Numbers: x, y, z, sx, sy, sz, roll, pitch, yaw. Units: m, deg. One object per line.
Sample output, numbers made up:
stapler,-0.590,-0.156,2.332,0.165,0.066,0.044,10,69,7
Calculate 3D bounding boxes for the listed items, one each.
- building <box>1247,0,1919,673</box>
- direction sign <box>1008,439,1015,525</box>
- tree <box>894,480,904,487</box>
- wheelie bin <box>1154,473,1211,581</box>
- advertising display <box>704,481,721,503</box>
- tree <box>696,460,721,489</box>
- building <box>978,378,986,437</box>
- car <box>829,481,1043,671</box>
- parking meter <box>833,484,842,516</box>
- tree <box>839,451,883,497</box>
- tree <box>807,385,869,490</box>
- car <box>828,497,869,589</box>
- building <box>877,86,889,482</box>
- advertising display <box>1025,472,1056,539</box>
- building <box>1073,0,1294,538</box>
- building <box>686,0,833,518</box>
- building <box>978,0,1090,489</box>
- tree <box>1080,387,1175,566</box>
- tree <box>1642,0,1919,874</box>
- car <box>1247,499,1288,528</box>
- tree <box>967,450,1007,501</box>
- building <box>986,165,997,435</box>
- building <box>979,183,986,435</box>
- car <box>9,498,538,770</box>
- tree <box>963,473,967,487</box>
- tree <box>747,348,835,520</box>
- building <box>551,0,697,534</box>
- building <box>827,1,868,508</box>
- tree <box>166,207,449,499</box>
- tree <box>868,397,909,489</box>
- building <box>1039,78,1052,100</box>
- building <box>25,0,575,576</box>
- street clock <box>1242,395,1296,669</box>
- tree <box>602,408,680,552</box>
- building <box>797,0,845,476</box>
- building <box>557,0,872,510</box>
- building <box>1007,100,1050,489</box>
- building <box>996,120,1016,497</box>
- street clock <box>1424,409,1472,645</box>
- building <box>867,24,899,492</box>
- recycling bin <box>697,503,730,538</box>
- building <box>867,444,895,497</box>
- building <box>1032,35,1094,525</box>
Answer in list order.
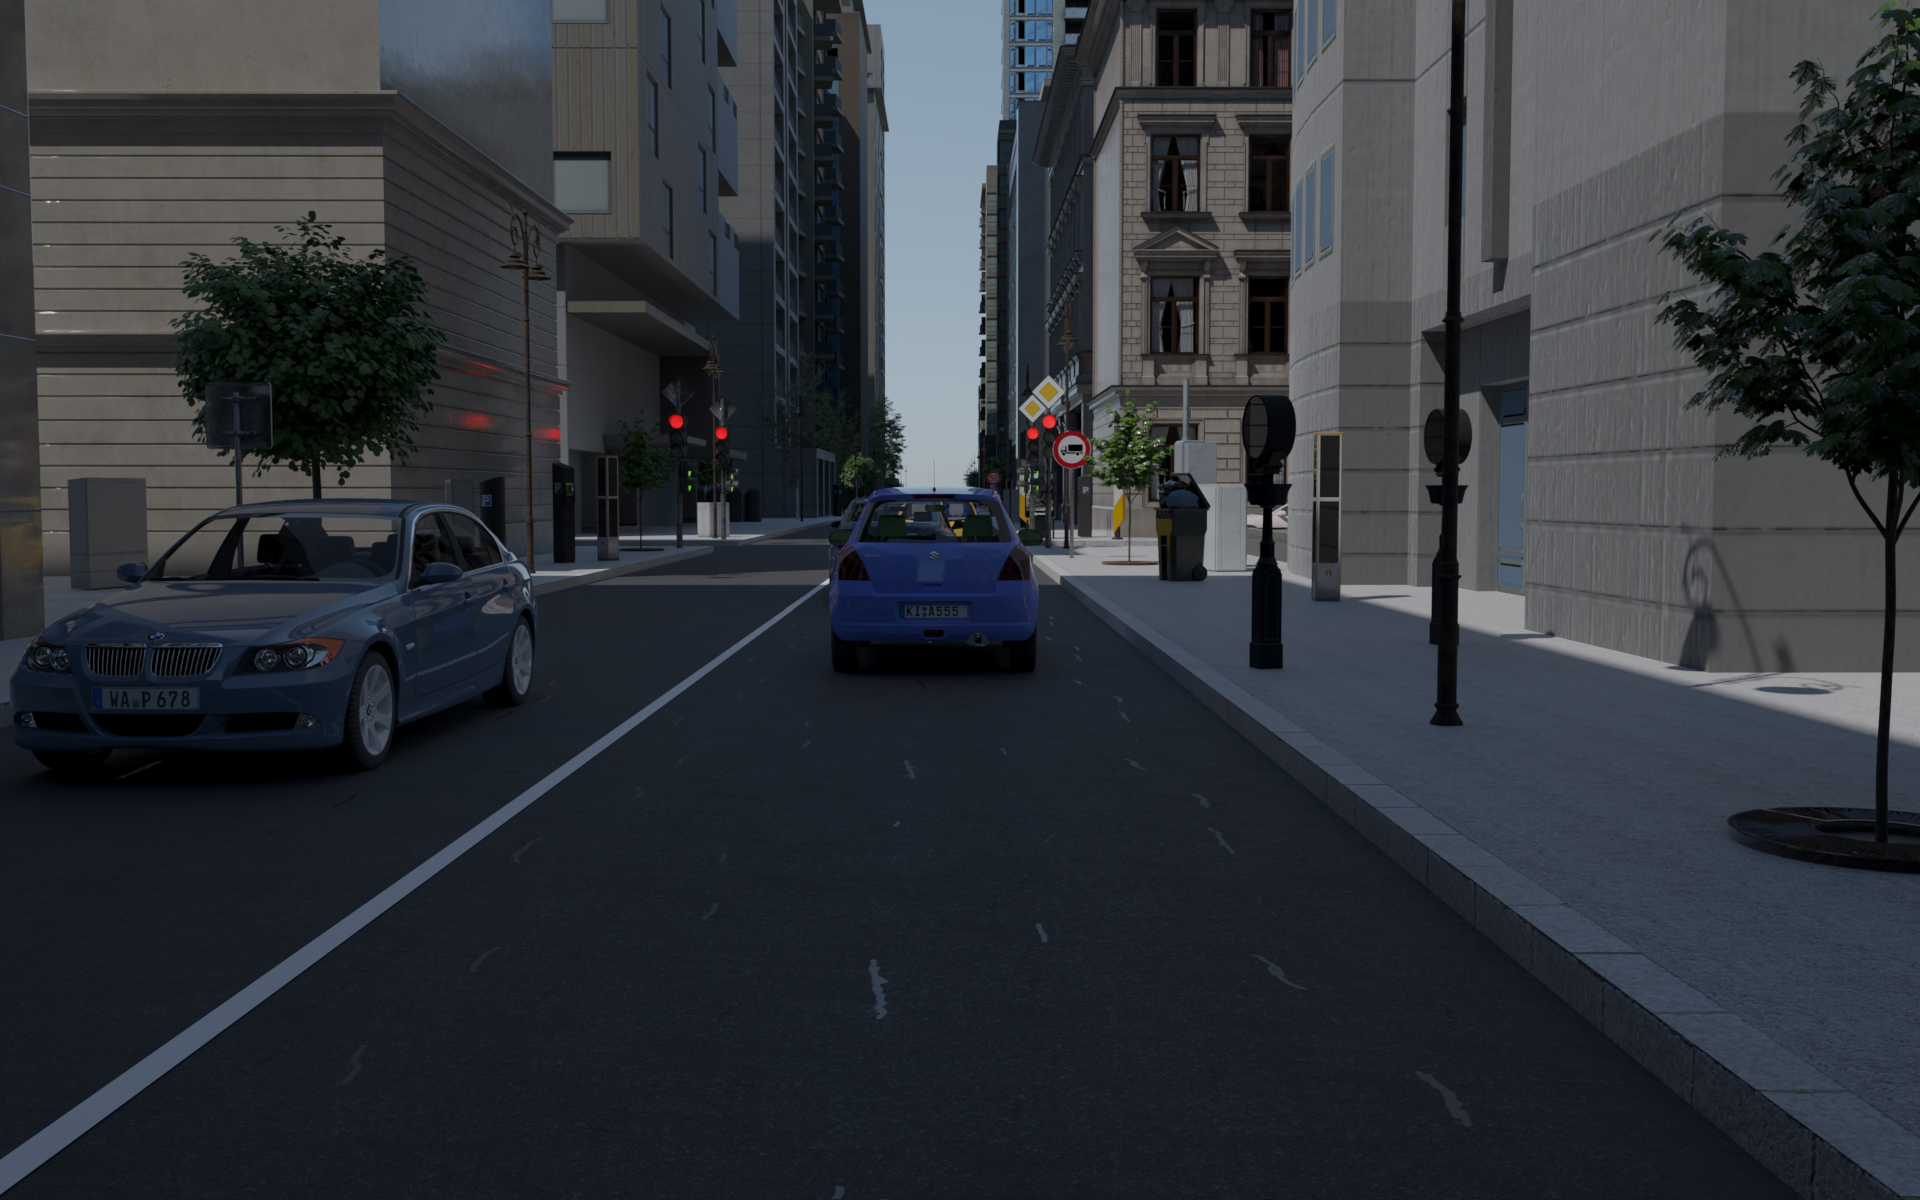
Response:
building,15.782,-29.522,24.676,21.231,58.520,28.212,0,4,0
direction sign,2.084,-4.883,71.838,0.379,3.537,0.876,0,4,-7
tree,-8.256,-15.457,247.318,1.663,3.219,1.824,0,3,0
wheelie bin,3.273,-1.083,25.614,0.693,1.594,0.980,-1,4,-19
advertising display,-12.594,-5.089,88.419,0.974,1.923,0.123,0,4,7
tree,-12.721,-6.204,85.152,4.285,4.588,4.351,0,3,0
building,16.840,-25.953,269.374,27.650,21.520,28.899,0,4,0
car,-0.217,-0.350,15.322,1.945,1.707,3.694,0,4,-1
parking meter,-7.159,-5.796,100.472,0.399,1.863,0.255,1,4,16
tree,-7.539,-9.027,131.299,4.285,4.588,4.351,0,3,0
tree,-8.480,-10.253,118.001,4.737,8.622,4.395,0,3,0
car,-0.908,-0.796,25.019,2.014,1.417,4.499,0,4,1
building,-23.763,-38.672,221.527,28.713,52.752,27.495,0,4,0
advertising display,2.319,-2.736,49.945,0.974,1.923,0.123,2,4,31
building,13.574,-11.642,54.971,19.286,19.102,10.561,0,4,0
building,-17.862,-40.486,100.195,20.563,71.187,20.611,0,4,0
building,13.335,-53.156,181.772,22.319,86.520,31.000,0,4,0
tree,3.063,-2.262,31.586,1.663,3.219,1.824,0,3,0
tree,3.285,-0.718,6.344,1.663,3.219,1.824,0,3,0
car,8.761,-1.983,44.780,4.827,1.381,2.083,0,3,0
tree,3.173,-8.851,128.426,4.285,4.588,4.351,0,3,0
building,10.218,-32.678,217.878,14.154,41.232,14.086,0,4,0
building,13.738,-35.756,239.227,22.147,44.769,28.867,0,4,0
car,-3.862,0.090,10.525,2.014,1.417,4.499,0,4,1
tree,1.836,-13.694,207.608,4.285,4.588,4.351,0,3,0
tree,-8.339,-8.304,86.139,4.360,8.622,3.978,0,3,0
building,-22.721,-28.904,61.812,28.713,52.752,27.495,0,4,0
building,-15.718,-31.154,159.476,14.600,45.320,14.200,0,4,0
tree,-7.492,-2.216,19.938,4.285,4.588,4.351,0,3,0
tree,-9.486,-17.303,201.025,7.486,12.596,7.792,0,3,0
building,19.204,-28.373,155.774,32.217,40.220,23.993,0,4,0
building,-25.819,-13.085,33.032,34.723,24.649,14.460,0,4,0
street clock,2.259,-0.499,12.723,0.358,2.002,0.471,-1,4,-14
tree,-7.160,-2.711,38.930,1.663,3.219,1.824,0,3,0
building,-20.756,-29.562,137.970,22.147,44.769,28.867,0,4,0
building,-23.986,-36.158,180.415,28.713,52.752,27.495,0,4,0
building,9.431,-18.124,114.344,12.078,24.808,19.932,0,4,0
building,9.847,-22.343,137.002,14.160,30.474,14.107,0,4,0
street clock,4.131,-0.621,14.720,0.358,2.002,0.471,-1,4,-9
building,-19.840,-50.843,269.529,20.563,71.187,20.611,0,4,0
recycling bin,-7.340,-2.386,51.563,0.722,1.027,0.722,-3,4,-37
building,-25.571,-33.989,247.595,32.217,40.220,23.993,0,4,0
building,8.814,-14.252,83.935,10.553,20.767,40.483,0,4,0
